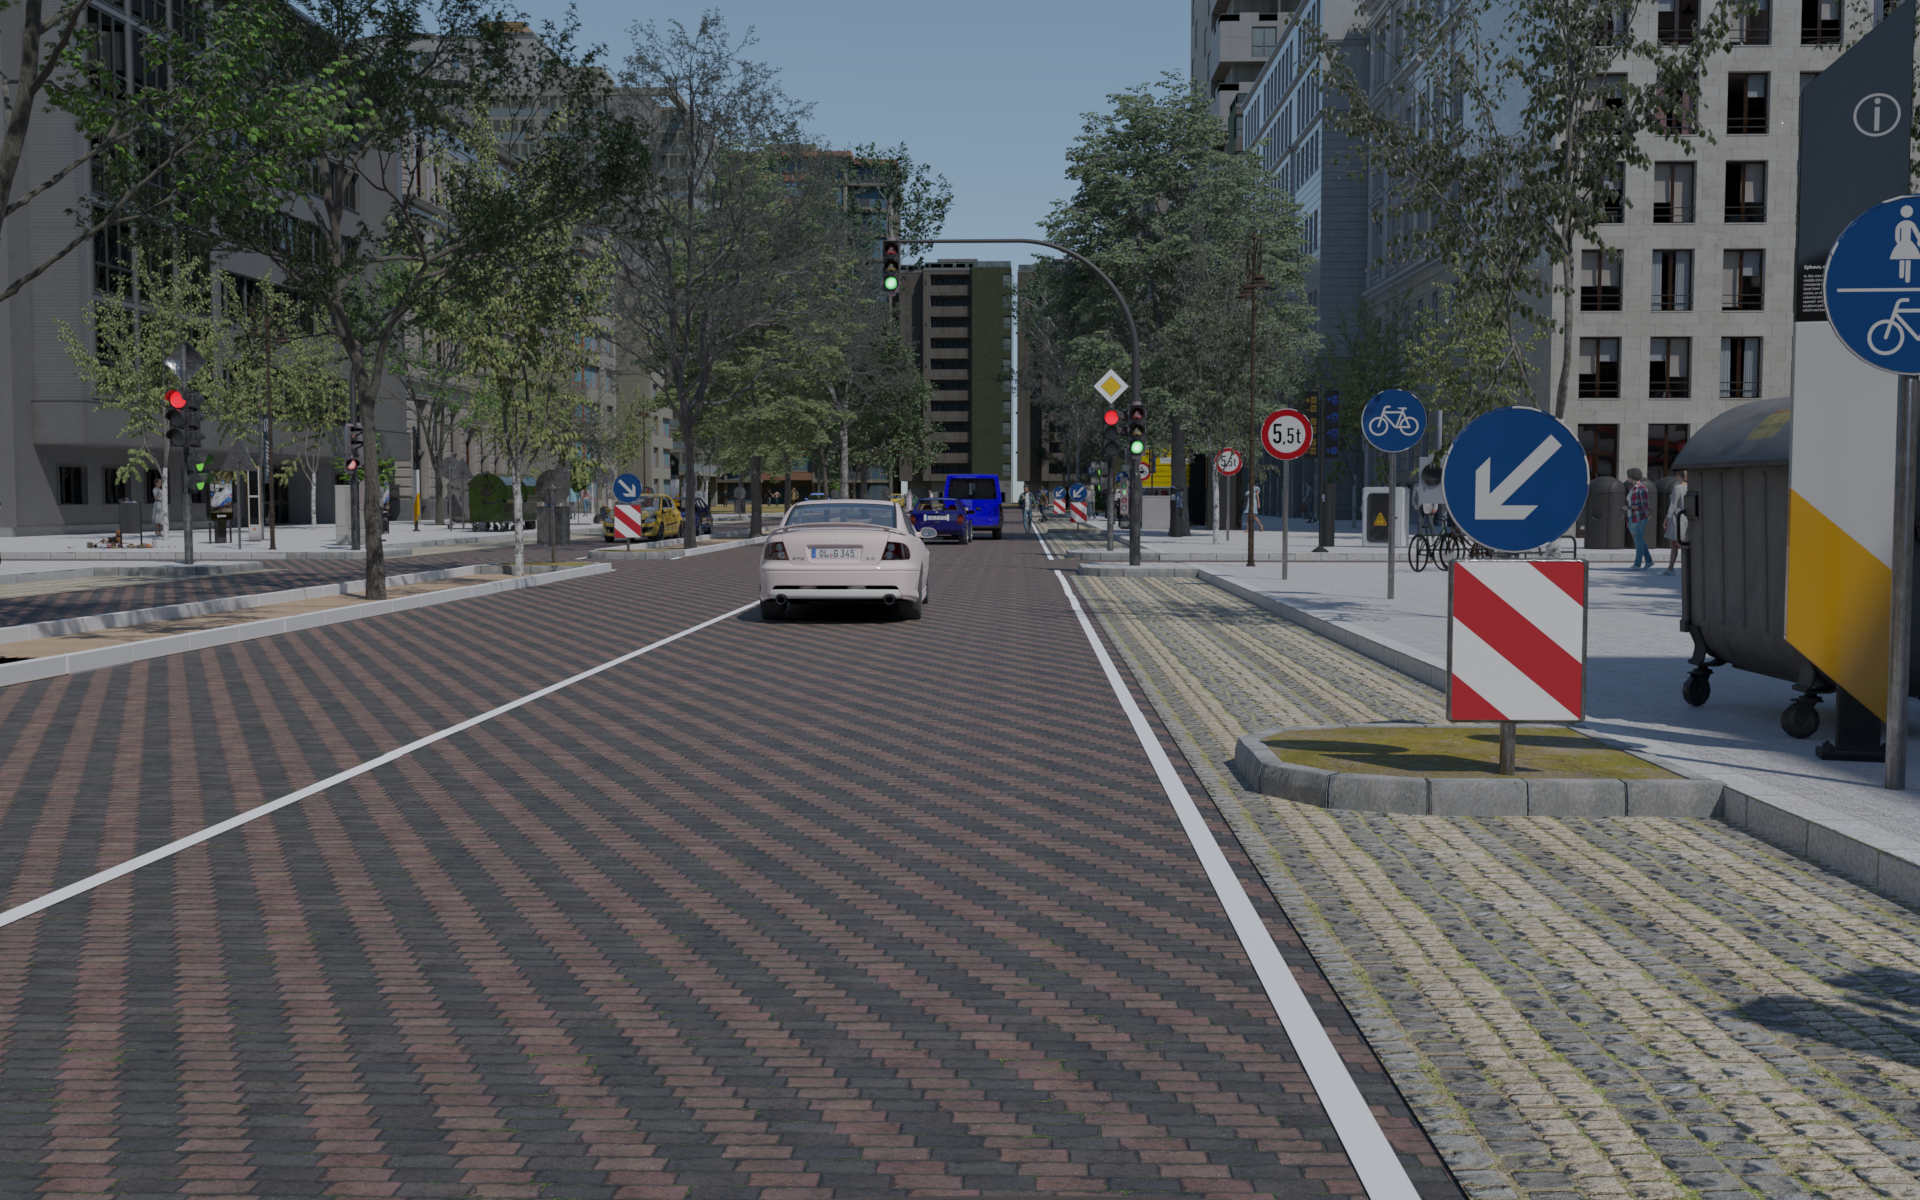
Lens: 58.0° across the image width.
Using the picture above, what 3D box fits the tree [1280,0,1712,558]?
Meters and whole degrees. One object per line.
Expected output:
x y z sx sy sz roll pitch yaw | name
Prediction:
5.595 -4.065 16.826 4.360 8.622 3.978 0 3 0 | tree

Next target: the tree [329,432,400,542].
-15.912 -3.189 46.735 1.663 3.219 1.824 0 3 0 | tree

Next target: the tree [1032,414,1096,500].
11.099 -15.534 188.394 7.601 10.594 8.767 -3 5 -42 | tree

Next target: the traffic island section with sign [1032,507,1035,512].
6.739 -8.114 141.284 1.989 1.847 2.006 0 4 2 | traffic island section with sign

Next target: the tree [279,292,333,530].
-22.820 -6.434 55.556 4.737 8.622 4.395 0 3 0 | tree

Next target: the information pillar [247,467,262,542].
-19.023 -2.582 46.701 0.304 2.012 0.304 -1 4 -17 | information pillar

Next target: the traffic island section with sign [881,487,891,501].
-4.913 -6.483 114.138 2.006 1.907 1.989 0 4 2 | traffic island section with sign

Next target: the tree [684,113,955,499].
-6.964 -13.978 86.887 12.611 20.169 13.585 0 3 0 | tree

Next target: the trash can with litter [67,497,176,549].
-20.007 -1.839 41.129 2.233 1.210 1.678 0 4 5 | trash can with litter

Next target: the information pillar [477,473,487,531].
-16.768 -3.448 60.868 0.304 2.012 0.304 0 4 -6 | information pillar

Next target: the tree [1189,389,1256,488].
14.519 -8.842 94.929 4.737 8.622 4.395 0 3 0 | tree

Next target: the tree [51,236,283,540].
-22.349 -5.970 47.978 4.737 8.622 4.395 0 3 0 | tree

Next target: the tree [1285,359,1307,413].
14.694 -7.033 65.346 4.737 8.622 4.395 0 3 0 | tree

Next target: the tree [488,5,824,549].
-6.857 -8.002 43.655 12.009 13.543 11.850 0 3 0 | tree

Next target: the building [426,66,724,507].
-35.214 -28.845 163.492 23.993 40.220 32.217 0 4 2 | building

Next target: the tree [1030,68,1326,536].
6.757 -8.925 52.580 9.857 13.997 8.962 0 3 0 | tree

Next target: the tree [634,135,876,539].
-6.589 -8.234 55.205 7.486 12.596 7.792 0 3 0 | tree

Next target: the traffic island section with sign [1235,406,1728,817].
2.424 0.002 8.594 1.989 1.847 2.006 0 4 2 | traffic island section with sign

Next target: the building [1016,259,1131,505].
13.984 -27.148 215.571 14.107 30.474 14.160 0 4 2 | building

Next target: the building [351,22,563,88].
-64.740 -41.498 220.495 28.212 58.520 21.231 0 4 2 | building

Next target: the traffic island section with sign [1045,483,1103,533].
4.213 -3.363 63.615 1.989 1.847 2.006 0 4 2 | traffic island section with sign

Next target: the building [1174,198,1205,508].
27.904 -24.416 170.904 14.160 30.474 14.107 0 4 2 | building

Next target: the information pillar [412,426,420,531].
-18.652 -4.161 59.390 0.183 3.616 0.504 -2 4 -31 | information pillar

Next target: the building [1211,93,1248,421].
26.472 -21.795 128.055 14.160 30.474 14.107 0 4 2 | building

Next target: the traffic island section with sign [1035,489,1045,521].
5.124 -5.067 91.481 1.989 1.847 2.006 0 4 2 | traffic island section with sign

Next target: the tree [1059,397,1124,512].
8.422 -9.540 106.346 4.360 8.622 3.978 0 3 0 | tree

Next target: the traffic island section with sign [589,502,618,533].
-12.677 -3.440 64.867 1.989 1.847 2.006 0 4 2 | traffic island section with sign

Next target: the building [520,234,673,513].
-38.230 -17.432 130.049 27.650 21.520 28.899 0 4 2 | building

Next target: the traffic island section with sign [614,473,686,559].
-7.347 -1.890 39.039 2.006 1.907 1.989 0 4 2 | traffic island section with sign

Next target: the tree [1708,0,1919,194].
12.261 -4.319 20.977 4.360 8.622 3.978 0 3 0 | tree

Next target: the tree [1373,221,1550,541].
13.904 -5.909 46.975 4.737 8.622 4.395 0 3 0 | tree

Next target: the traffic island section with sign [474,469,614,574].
-7.598 -1.437 31.636 2.006 1.907 1.989 0 4 2 | traffic island section with sign

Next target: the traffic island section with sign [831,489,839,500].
-10.187 -8.114 141.288 1.989 1.847 2.006 0 4 2 | traffic island section with sign

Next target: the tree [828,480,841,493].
-12.300 -10.946 173.563 1.663 3.219 1.824 0 3 0 | tree

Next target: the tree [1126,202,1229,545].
6.464 -5.697 43.516 4.360 8.622 3.978 0 3 0 | tree

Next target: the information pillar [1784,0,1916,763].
4.263 -1.036 8.298 0.504 3.616 0.183 1 4 18 | information pillar

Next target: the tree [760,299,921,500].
-5.864 -8.568 76.951 8.767 10.594 7.601 0 4 2 | tree

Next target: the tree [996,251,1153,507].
9.921 -16.570 126.810 12.611 20.169 13.585 0 3 0 | tree

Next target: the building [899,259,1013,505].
-0.423 -27.155 215.681 14.107 30.474 14.160 0 4 2 | building

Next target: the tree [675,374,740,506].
-14.798 -9.214 101.013 4.360 8.622 3.978 0 3 0 | tree

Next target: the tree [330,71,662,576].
-7.646 -4.701 29.681 4.737 8.622 4.395 0 3 0 | tree

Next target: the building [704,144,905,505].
-21.779 -34.557 219.631 28.867 44.769 22.147 0 4 2 | building

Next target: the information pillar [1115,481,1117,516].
9.081 -5.807 99.436 0.304 2.012 0.304 -1 4 -11 | information pillar

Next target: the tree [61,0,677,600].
-7.834 -5.290 23.367 8.767 10.594 7.601 0 4 2 | tree

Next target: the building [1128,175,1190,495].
28.068 -32.480 214.638 14.086 41.232 14.154 0 4 2 | building

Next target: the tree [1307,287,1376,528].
14.519 -6.694 59.811 4.737 8.622 4.395 0 3 0 | tree

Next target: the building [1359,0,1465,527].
25.384 -17.572 73.204 13.634 28.700 20.117 0 4 2 | building

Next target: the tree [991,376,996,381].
9.822 -19.592 176.213 12.611 20.169 13.585 0 3 0 | tree

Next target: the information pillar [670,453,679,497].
-16.201 -6.540 98.282 0.504 3.616 0.183 0 4 5 | information pillar

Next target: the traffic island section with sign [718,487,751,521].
-11.773 -5.131 92.517 1.989 1.847 2.006 0 4 2 | traffic island section with sign

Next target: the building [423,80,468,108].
-53.927 -29.982 173.802 14.086 41.232 14.154 0 4 2 | building

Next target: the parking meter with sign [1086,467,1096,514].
8.280 -6.996 110.642 0.543 3.016 1.738 1 4 13 | parking meter with sign

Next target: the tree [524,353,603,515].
-20.971 -8.579 90.628 4.360 8.622 3.978 0 3 0 | tree

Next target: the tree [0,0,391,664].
-8.254 -5.252 14.078 9.928 11.665 9.643 0 3 0 | tree

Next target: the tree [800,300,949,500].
-5.475 -10.936 98.262 9.611 12.733 9.660 0 3 0 | tree

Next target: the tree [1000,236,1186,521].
7.019 -10.467 81.508 12.009 13.543 11.850 0 3 0 | tree

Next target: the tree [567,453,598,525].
-16.101 -4.758 72.400 1.663 3.219 1.824 0 3 0 | tree

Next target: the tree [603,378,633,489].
-22.721 -9.641 107.985 4.360 8.622 3.978 0 3 0 | tree

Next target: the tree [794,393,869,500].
-11.491 -16.084 188.729 9.928 11.665 9.643 0 3 0 | tree

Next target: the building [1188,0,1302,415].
34.309 -34.169 147.895 28.713 52.752 27.495 0 4 2 | building
